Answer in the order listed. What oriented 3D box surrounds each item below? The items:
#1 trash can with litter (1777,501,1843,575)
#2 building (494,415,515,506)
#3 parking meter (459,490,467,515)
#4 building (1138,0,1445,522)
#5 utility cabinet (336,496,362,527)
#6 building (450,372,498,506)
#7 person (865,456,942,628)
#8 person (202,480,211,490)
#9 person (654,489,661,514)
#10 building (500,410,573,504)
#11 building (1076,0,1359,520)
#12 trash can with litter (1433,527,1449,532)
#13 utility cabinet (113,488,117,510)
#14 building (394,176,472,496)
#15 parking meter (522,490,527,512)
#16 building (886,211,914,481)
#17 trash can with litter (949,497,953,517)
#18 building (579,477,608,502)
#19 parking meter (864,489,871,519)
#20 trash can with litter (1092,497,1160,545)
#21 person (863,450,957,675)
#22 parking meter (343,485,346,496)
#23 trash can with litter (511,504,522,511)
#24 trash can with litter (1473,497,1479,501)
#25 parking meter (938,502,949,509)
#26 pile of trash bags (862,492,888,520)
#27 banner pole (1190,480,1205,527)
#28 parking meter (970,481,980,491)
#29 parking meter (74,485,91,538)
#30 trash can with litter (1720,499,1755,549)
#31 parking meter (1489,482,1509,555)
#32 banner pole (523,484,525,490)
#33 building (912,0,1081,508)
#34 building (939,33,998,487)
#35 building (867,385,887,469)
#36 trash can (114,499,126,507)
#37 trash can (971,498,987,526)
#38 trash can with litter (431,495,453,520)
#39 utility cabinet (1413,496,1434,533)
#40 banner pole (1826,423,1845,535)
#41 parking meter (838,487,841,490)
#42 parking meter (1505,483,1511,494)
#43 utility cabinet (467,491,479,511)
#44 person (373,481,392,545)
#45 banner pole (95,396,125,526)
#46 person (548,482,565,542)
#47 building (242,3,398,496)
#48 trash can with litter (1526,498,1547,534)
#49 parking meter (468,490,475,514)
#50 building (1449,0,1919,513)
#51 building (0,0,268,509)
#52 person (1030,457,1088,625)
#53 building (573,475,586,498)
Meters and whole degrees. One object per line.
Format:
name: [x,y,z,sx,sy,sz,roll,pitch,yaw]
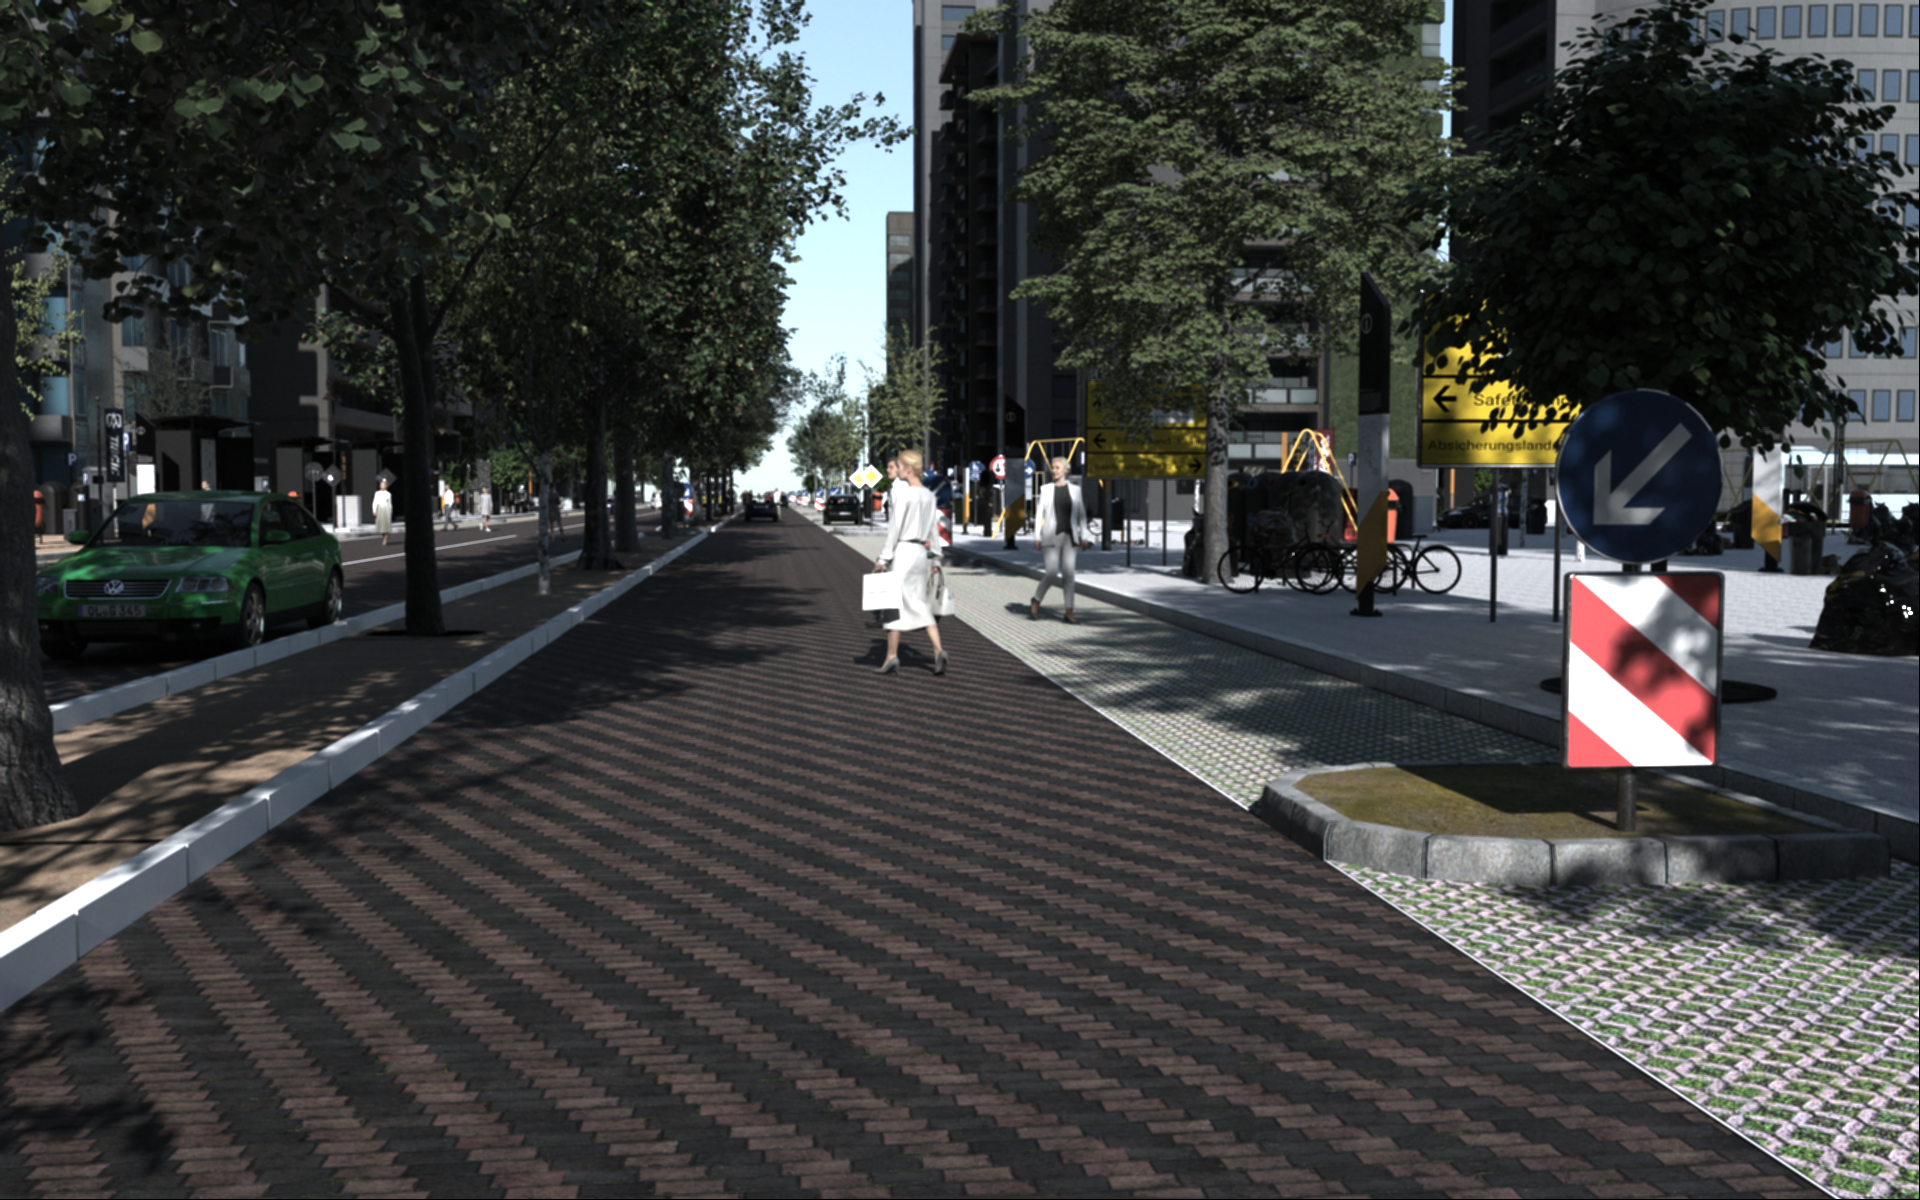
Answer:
trash can with litter: [13.581,-0.992,27.605,1.055,1.170,0.624,-2,4,-34]
building: [-59.238,-45.856,187.998,20.563,71.187,20.611,0,4,-6]
parking meter: [-30.119,-6.064,104.862,0.399,1.863,0.255,1,4,11]
building: [14.405,-24.543,84.869,14.086,41.232,14.154,0,4,-6]
utility cabinet: [-23.688,-3.412,66.956,1.020,1.237,0.306,0,4,6]
building: [-54.326,-31.911,171.847,14.600,45.320,14.200,0,4,-6]
person: [-0.590,-0.603,18.465,0.850,1.850,0.679,1,4,14]
person: [-19.749,-2.256,45.478,0.635,1.810,0.391,3,5,43]
person: [-21.920,-7.157,125.865,0.624,1.780,0.694,-2,4,-34]
building: [-61.455,-33.927,238.292,14.154,41.232,14.086,0,4,-6]
building: [13.766,-25.524,100.904,14.154,41.232,14.086,0,4,-6]
trash can with litter: [15.927,-2.937,59.079,2.233,1.210,1.678,-2,4,-29]
utility cabinet: [-31.799,-3.435,64.848,0.318,1.500,1.173,-2,4,-30]
building: [-58.160,-34.314,150.270,28.713,52.752,27.495,0,4,-6]
parking meter: [-30.492,-6.900,121.224,0.372,1.533,0.369,0,3,0]
building: [-3.857,-34.802,252.604,14.154,41.232,14.086,0,4,-6]
trash can with litter: [-0.642,-4.501,84.985,0.624,1.170,1.055,0,4,0]
building: [-65.393,-36.638,282.620,14.154,41.232,14.086,0,4,-6]
parking meter: [-4.844,-5.042,90.848,0.372,1.533,0.369,0,3,0]
trash can with litter: [4.153,-2.023,44.129,1.678,1.210,2.233,-2,4,-34]
person: [-0.386,-0.294,13.656,0.694,1.780,0.624,-3,4,-37]
parking meter: [-39.753,-6.519,112.299,0.255,1.863,0.399,2,4,33]
trash can with litter: [-32.755,-7.182,128.491,2.233,1.210,1.678,1,4,19]
trash can with litter: [22.066,-3.764,72.930,1.055,1.170,0.624,-1,4,-21]
parking meter: [-0.667,-3.832,71.068,0.372,1.533,0.369,0,3,0]
pile of trash bags: [-3.071,-4.572,84.504,3.447,1.369,1.912,3,5,42]
banner pole: [9.433,-4.785,68.246,0.401,3.779,0.863,-3,4,-37]
parking meter: [0.748,-5.334,92.919,0.399,1.863,0.255,-1,4,-15]
parking meter: [-23.875,-2.368,47.121,0.372,1.533,0.369,0,3,0]
trash can with litter: [18.072,-1.768,40.291,1.055,1.170,0.624,-1,4,-13]
parking meter: [11.337,-1.713,36.423,0.372,1.533,0.369,0,3,0]
banner pole: [-34.769,-8.983,136.892,0.863,3.779,0.401,1,4,17]
building: [5.288,-39.851,193.565,21.231,58.520,28.212,0,4,-6]
building: [9.538,-31.263,165.774,22.147,44.769,28.867,0,4,-6]
building: [-0.901,-27.177,289.389,27.650,21.520,28.899,0,4,-6]
trash can: [-22.373,-2.143,46.695,0.748,1.137,0.748,0,3,0]
trash can: [0.793,-3.620,70.837,0.748,1.137,0.748,0,3,0]
trash can with litter: [-26.726,-4.641,86.938,2.233,1.210,1.678,1,4,9]
utility cabinet: [15.099,-2.791,56.795,1.020,1.237,0.306,-3,5,-40]
banner pole: [27.641,-3.945,54.524,0.401,3.779,0.863,0,4,5]
parking meter: [-9.675,-8.160,139.133,0.255,1.863,0.399,0,4,-8]
parking meter: [27.622,-5.004,87.523,0.255,1.863,0.399,-1,4,-19]
utility cabinet: [-36.556,-7.465,130.723,1.173,1.500,0.318,-2,4,-31]
person: [-16.186,-2.441,48.638,0.478,1.798,0.641,0,4,0]
banner pole: [-21.921,-3.339,44.617,0.401,3.779,0.863,3,5,42]
person: [-12.202,-2.648,52.128,0.599,1.781,0.374,0,4,-8]
building: [-52.796,-30.400,120.747,21.300,48.544,21.600,0,4,-6]
trash can with litter: [18.253,-2.681,55.225,0.624,1.170,1.055,-1,4,-12]
parking meter: [-32.005,-6.427,113.490,0.372,1.533,0.369,0,3,0]
building: [42.948,-33.606,91.462,28.212,58.520,21.231,0,4,-6]
building: [-49.977,-28.579,86.872,23.786,49.044,30.456,0,4,-6]
person: [1.073,-0.658,19.140,0.514,1.842,0.818,-2,4,-29]
building: [-69.034,-39.143,259.589,23.786,49.044,30.456,0,4,-6]
